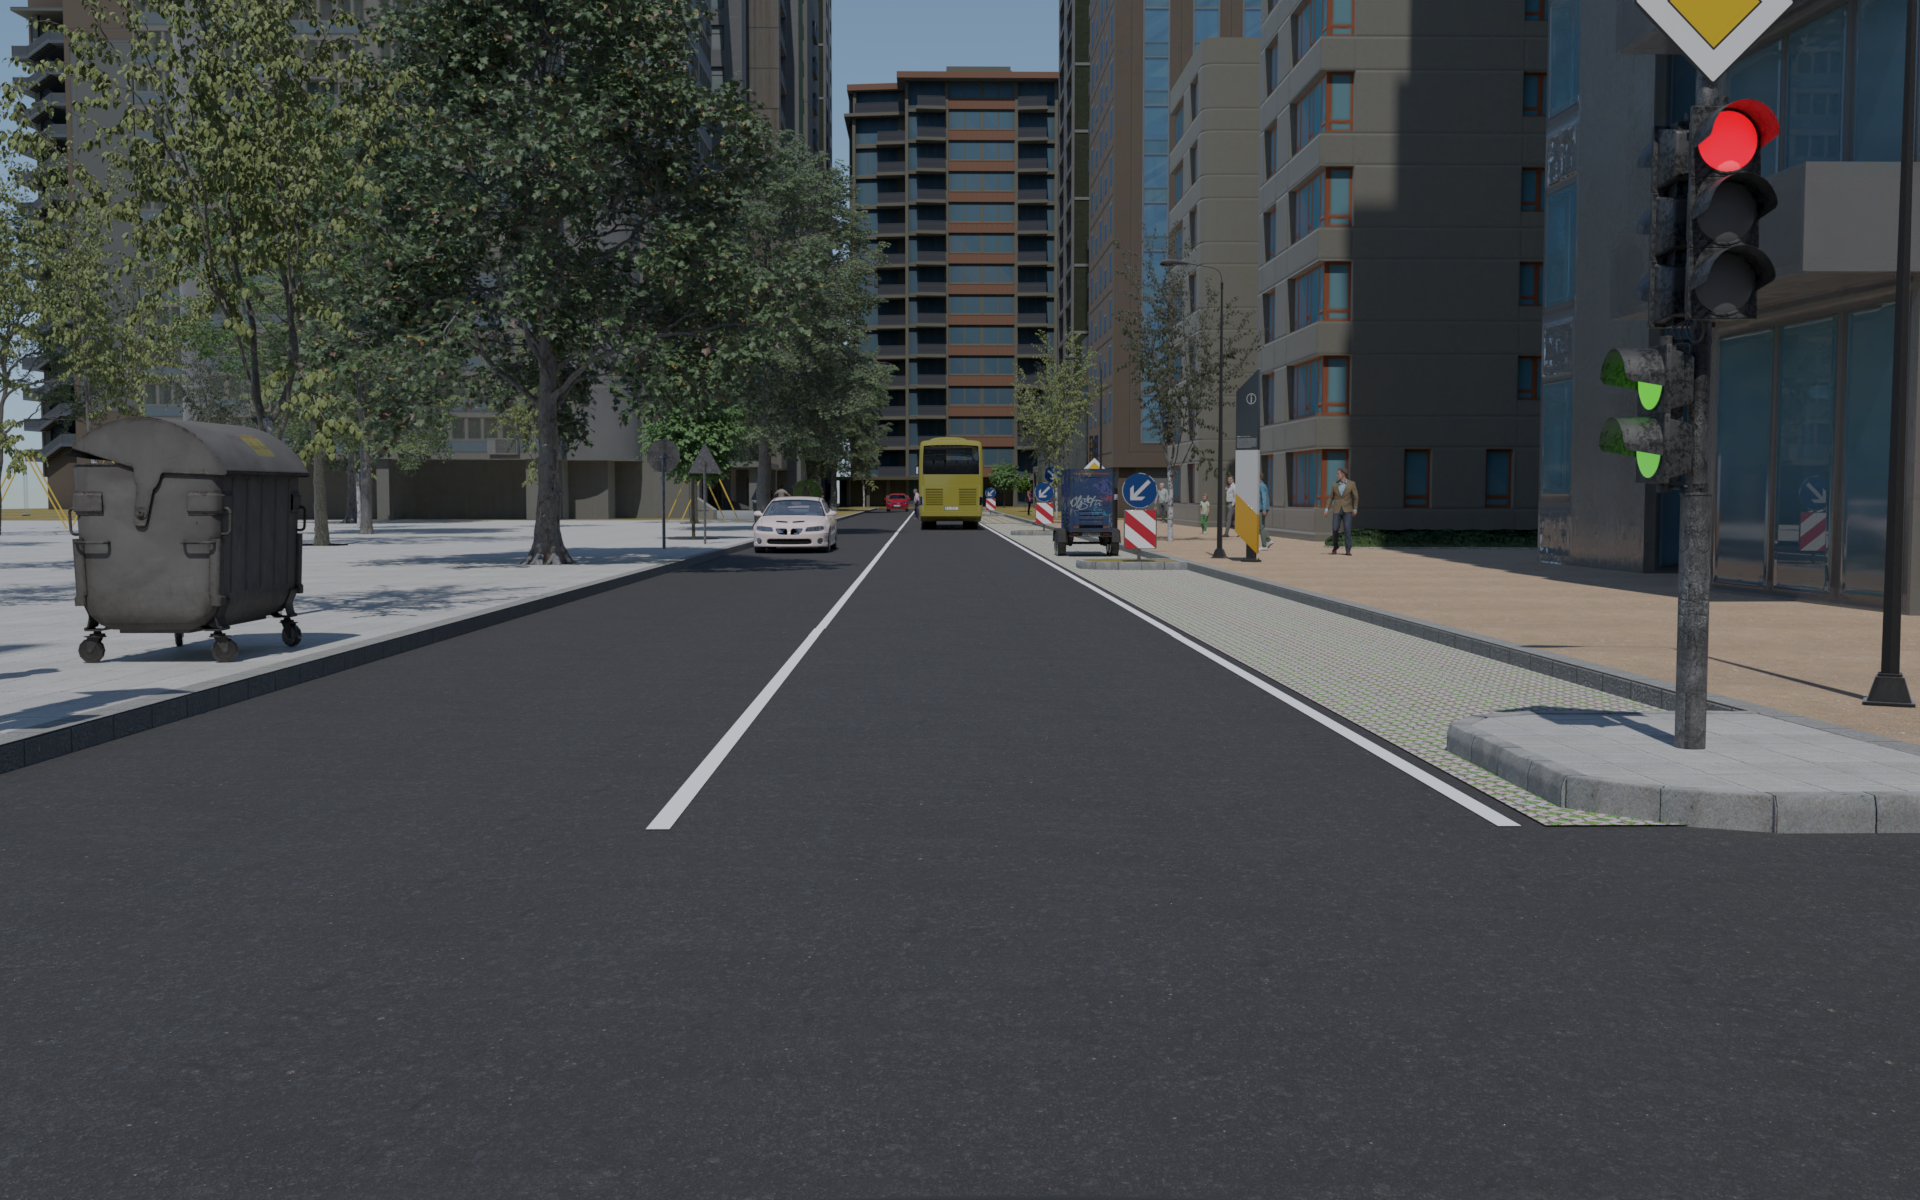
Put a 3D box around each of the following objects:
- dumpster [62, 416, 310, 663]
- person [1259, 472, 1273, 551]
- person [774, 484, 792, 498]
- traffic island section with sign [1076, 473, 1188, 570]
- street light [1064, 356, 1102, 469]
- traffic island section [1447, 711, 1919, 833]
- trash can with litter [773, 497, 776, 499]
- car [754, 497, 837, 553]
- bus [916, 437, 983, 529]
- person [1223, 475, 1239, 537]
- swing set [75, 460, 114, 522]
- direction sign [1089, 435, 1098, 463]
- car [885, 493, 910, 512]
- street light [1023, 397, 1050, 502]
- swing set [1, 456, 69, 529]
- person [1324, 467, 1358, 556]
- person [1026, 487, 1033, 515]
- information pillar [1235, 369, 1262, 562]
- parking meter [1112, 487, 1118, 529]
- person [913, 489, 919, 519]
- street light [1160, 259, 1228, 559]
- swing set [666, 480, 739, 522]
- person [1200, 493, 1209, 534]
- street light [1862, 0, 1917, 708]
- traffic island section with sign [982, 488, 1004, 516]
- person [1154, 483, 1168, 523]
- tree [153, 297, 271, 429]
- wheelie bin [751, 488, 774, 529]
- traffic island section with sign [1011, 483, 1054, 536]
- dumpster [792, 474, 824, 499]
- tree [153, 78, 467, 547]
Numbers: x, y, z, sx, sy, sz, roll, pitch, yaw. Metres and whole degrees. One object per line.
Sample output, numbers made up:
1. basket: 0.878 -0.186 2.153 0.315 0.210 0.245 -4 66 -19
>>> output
1. dumpster: -6.117 -0.492 13.810 1.264 1.857 1.865 0 4 -1
2. person: 6.870 -2.008 39.214 0.444 1.785 0.601 2 4 26
3. person: -9.368 -5.203 91.110 1.348 1.824 0.705 1 4 13
4. traffic island section with sign: 3.263 -1.512 33.357 1.989 1.847 2.006 0 4 -1
5. street light: 4.222 -5.261 58.556 1.470 5.913 1.316 0 4 -1
6. traffic island section: 3.713 0.827 8.760 2.009 0.180 2.903 0 4 -1
7. trash can with litter: -7.114 -3.305 65.420 0.624 1.170 1.055 0 4 -2
8. car: -4.120 -1.924 43.819 2.083 1.381 4.827 0 4 -1
9. bus: -0.480 -5.057 74.230 2.896 3.916 12.252 0 4 -1
10. person: 8.042 -2.762 51.309 0.850 1.850 0.679 -1 4 -17
11. swing set: -34.923 -4.540 71.844 2.862 2.851 3.119 -1 4 -13
12. direction sign: 5.177 -4.594 67.110 0.379 3.537 0.876 -1 4 -17
13. car: -5.126 -8.163 142.505 2.155 1.783 4.494 0 3 0
14. street light: 3.716 -6.734 82.643 1.470 5.913 1.316 0 4 -1
15. swing set: -34.601 -4.067 64.121 2.862 2.851 3.119 -2 4 -24
16. person: 7.986 -1.857 36.315 0.656 1.842 0.836 0 4 -5
17. person: 4.229 -5.937 103.800 0.721 1.739 1.217 1 4 9
18. information pillar: 5.430 -2.524 32.621 0.504 3.616 0.183 3 4 39
19. parking meter: 4.999 -2.967 56.914 0.372 1.533 0.369 0 3 0
20. person: -2.513 -5.433 98.265 0.436 1.711 0.756 1 4 13
21. street light: 4.651 -3.788 34.468 1.470 5.913 1.316 0 4 -1
22. swing set: -12.213 -5.167 82.095 2.862 2.851 3.119 0 4 5
23. person: 7.882 -2.783 55.791 0.306 1.304 0.590 1 4 8
24. street light: 5.127 -2.314 10.381 1.470 5.913 1.316 0 4 -1
25. traffic island section with sign: 1.835 -6.271 111.165 1.989 1.847 2.006 0 4 -1
26. person: 8.848 -4.247 75.964 0.782 1.767 0.515 3 5 39
27. tree: -28.502 -7.068 65.921 4.360 8.622 3.978 0 3 0
28. wheelie bin: -7.039 -3.312 62.066 0.980 1.594 0.693 3 4 38
29. traffic island section with sign: 2.777 -3.161 60.308 1.989 1.847 2.006 0 4 -1
30. dumpster: -7.345 -4.936 83.200 1.502 2.255 1.985 0 4 -1
31. tree: -15.775 -7.155 42.743 9.928 11.665 9.643 0 3 0
